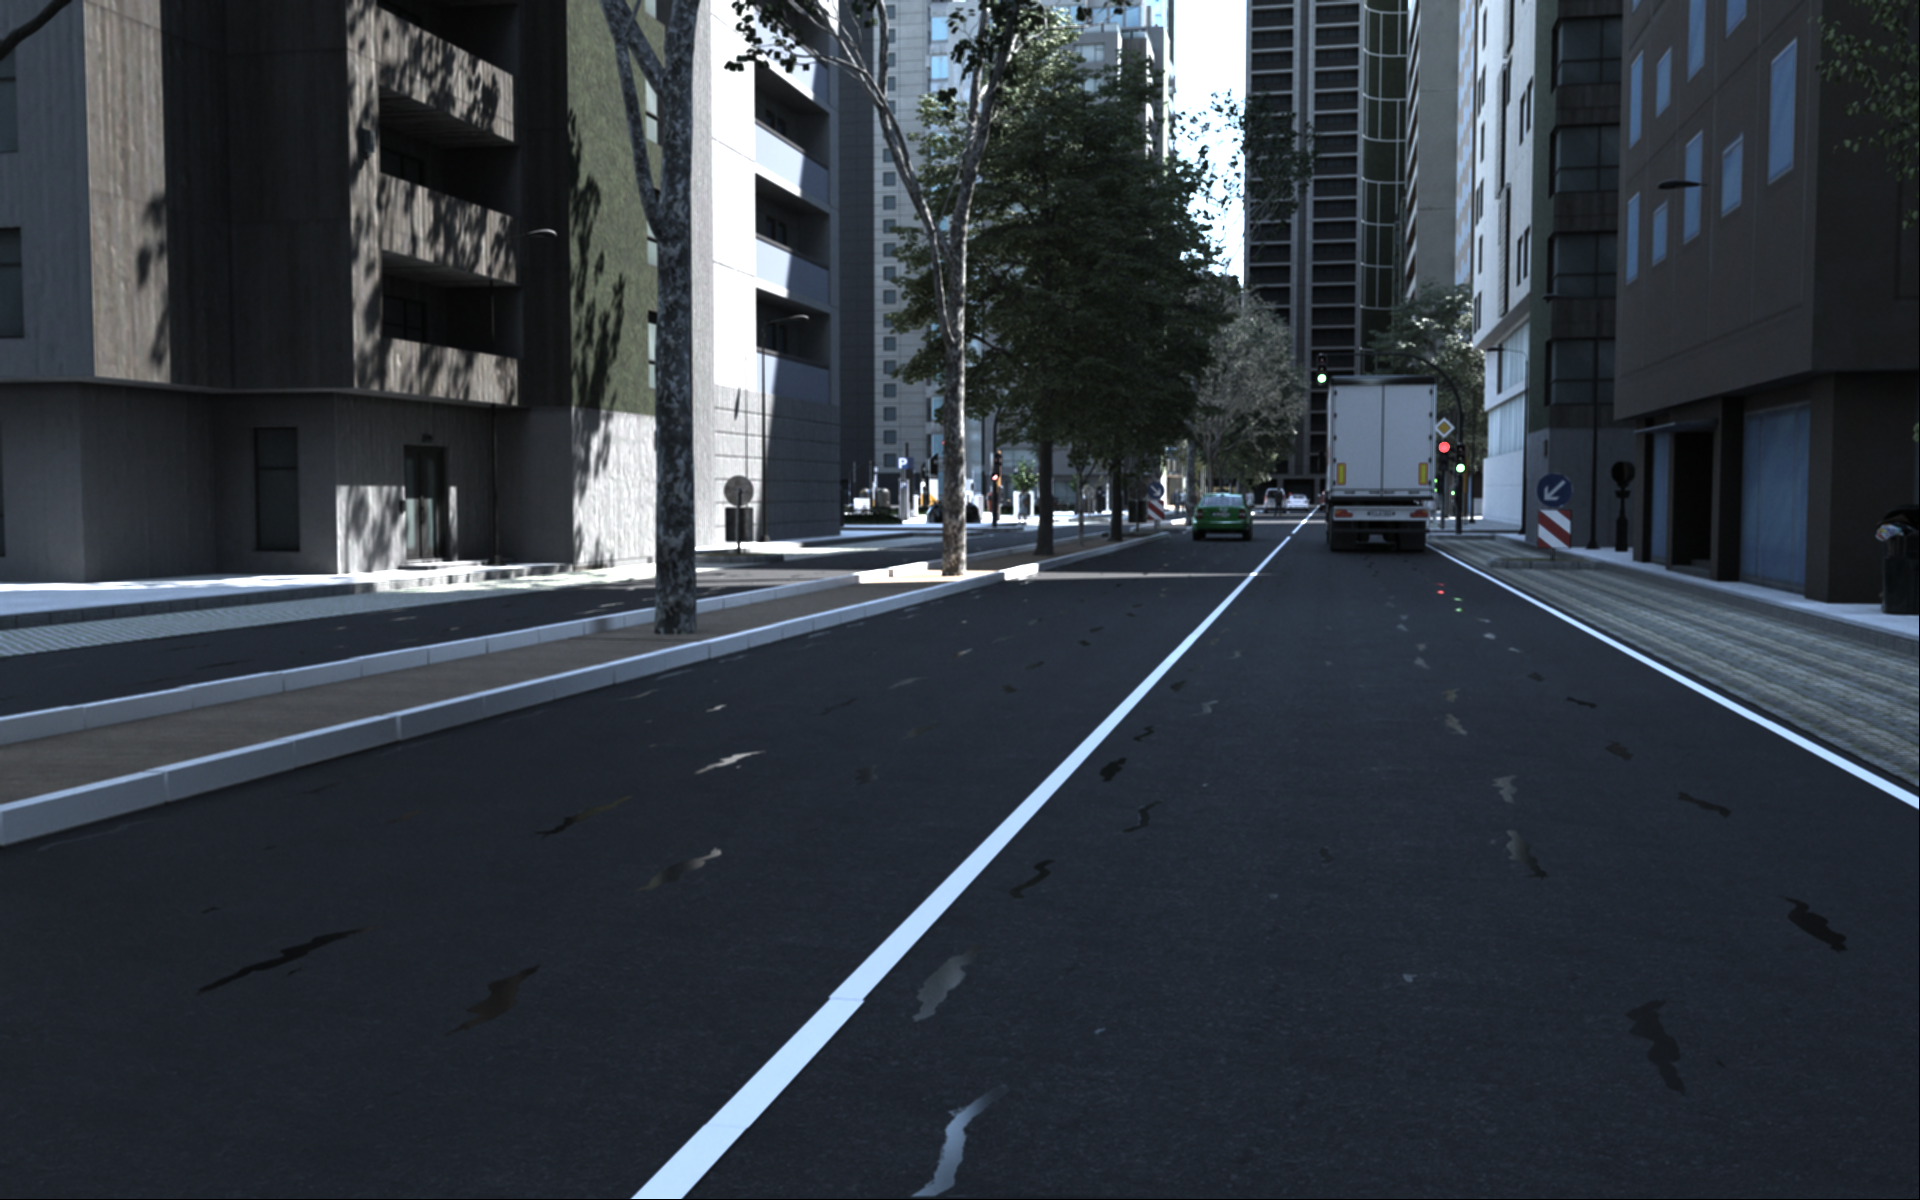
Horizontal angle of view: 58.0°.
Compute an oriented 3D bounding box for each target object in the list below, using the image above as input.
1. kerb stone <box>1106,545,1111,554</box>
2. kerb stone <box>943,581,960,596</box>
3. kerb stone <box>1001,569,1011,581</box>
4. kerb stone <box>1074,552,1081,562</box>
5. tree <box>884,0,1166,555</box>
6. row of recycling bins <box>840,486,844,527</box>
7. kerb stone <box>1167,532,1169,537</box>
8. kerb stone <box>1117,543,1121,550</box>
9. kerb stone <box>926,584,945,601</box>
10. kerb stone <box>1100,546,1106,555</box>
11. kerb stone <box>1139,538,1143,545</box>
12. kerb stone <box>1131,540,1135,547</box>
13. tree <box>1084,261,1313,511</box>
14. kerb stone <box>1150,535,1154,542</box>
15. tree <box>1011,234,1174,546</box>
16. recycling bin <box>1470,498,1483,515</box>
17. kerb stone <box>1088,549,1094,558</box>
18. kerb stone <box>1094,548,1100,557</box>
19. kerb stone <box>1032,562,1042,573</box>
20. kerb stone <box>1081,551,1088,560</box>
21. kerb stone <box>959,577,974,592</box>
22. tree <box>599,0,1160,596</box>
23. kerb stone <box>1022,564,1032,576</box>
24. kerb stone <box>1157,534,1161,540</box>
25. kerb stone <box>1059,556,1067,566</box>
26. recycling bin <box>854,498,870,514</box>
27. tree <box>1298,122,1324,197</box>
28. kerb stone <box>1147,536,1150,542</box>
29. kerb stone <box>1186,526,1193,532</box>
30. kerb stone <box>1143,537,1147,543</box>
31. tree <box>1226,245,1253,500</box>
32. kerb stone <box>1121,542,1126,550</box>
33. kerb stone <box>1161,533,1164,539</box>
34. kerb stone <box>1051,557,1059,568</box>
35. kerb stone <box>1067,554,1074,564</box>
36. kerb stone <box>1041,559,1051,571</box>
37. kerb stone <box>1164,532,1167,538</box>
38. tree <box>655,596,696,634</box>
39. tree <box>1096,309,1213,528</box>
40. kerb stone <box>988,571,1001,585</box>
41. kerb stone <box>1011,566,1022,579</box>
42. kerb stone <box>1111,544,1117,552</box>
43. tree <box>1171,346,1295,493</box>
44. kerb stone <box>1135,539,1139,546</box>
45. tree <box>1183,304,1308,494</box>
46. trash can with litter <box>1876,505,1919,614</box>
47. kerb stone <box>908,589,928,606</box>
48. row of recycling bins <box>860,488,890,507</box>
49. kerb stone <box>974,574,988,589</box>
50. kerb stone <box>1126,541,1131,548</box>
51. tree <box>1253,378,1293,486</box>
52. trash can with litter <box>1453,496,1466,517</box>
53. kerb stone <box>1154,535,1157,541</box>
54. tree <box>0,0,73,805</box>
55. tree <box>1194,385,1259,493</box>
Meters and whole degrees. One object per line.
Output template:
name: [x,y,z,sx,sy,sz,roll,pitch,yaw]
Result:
kerb stone: [3.457,-1.188,41.625,0.120,0.150,1.000,1,4,12]
kerb stone: [-0.202,-0.144,24.553,0.120,0.150,1.000,1,4,12]
kerb stone: [0.655,-0.391,28.584,0.120,0.150,1.000,1,4,12]
kerb stone: [2.375,-0.880,36.603,0.120,0.150,1.000,1,4,12]
tree: [1.969,-7.337,40.541,7.486,12.596,7.792,0,3,0]
row of recycling bins: [-5.528,-3.797,69.200,1.069,1.692,3.534,-2,4,-24]
kerb stone: [6.660,-2.107,56.643,0.120,0.150,1.000,1,4,12]
kerb stone: [3.881,-1.305,43.625,0.120,0.150,1.000,1,4,12]
kerb stone: [-0.411,-0.080,23.549,0.120,0.150,1.000,1,4,12]
kerb stone: [3.244,-1.127,40.614,0.120,0.150,1.000,1,4,12]
kerb stone: [4.958,-1.617,48.635,0.120,0.150,1.000,1,4,12]
kerb stone: [4.525,-1.494,46.637,0.120,0.150,1.000,1,4,12]
tree: [13.029,-10.803,89.460,12.009,13.543,11.850,0,3,0]
kerb stone: [5.591,-1.801,51.638,0.120,0.150,1.000,1,4,12]
tree: [3.286,-5.743,46.720,4.737,8.622,4.395,0,3,0]
recycling bin: [31.770,-5.736,106.337,0.722,1.027,0.722,0,4,6]
kerb stone: [2.806,-1.004,38.612,0.120,0.150,1.000,1,4,12]
kerb stone: [3.025,-1.064,39.611,0.120,0.150,1.000,1,4,12]
kerb stone: [1.304,-0.564,31.590,0.120,0.150,1.000,1,4,12]
kerb stone: [2.594,-0.943,37.610,0.120,0.150,1.000,1,4,12]
kerb stone: [0.016,-0.205,25.552,0.120,0.150,1.000,1,4,12]
tree: [-1.115,-10.536,30.608,12.611,20.169,13.585,0,3,0]
kerb stone: [1.090,-0.512,30.587,0.120,0.150,1.000,1,4,12]
kerb stone: [6.023,-1.923,53.636,0.120,0.150,1.000,1,4,12]
kerb stone: [1.955,-0.757,34.595,0.120,0.150,1.000,1,4,12]
recycling bin: [-5.902,-5.595,104.037,0.722,1.027,0.722,-2,4,-33]
tree: [9.055,-13.330,76.292,12.611,20.169,13.585,0,3,0]
kerb stone: [5.379,-1.735,50.639,0.120,0.150,1.000,1,4,12]
kerb stone: [8.923,-2.753,67.209,0.120,0.150,1.000,1,4,12]
kerb stone: [5.164,-1.677,49.636,0.120,0.150,1.000,1,4,12]
tree: [4.713,-8.077,52.635,7.486,12.596,7.792,0,3,0]
kerb stone: [4.094,-1.369,44.630,0.120,0.150,1.000,1,4,12]
kerb stone: [6.234,-1.984,54.641,0.120,0.150,1.000,1,4,12]
kerb stone: [1.736,-0.696,33.595,0.120,0.150,1.000,1,4,12]
kerb stone: [2.163,-0.820,35.599,0.120,0.150,1.000,1,4,12]
kerb stone: [1.520,-0.635,32.595,0.120,0.150,1.000,1,4,12]
kerb stone: [6.449,-2.046,55.643,0.120,0.150,1.000,1,4,12]
tree: [-3.925,-9.779,18.234,12.611,20.169,13.585,0,3,0]
tree: [7.581,-6.924,66.022,4.360,8.622,3.978,0,3,0]
kerb stone: [0.452,-0.329,27.570,0.120,0.150,1.000,1,4,12]
kerb stone: [0.871,-0.447,29.583,0.120,0.150,1.000,1,4,12]
kerb stone: [3.671,-1.249,42.624,0.120,0.150,1.000,1,4,12]
tree: [15.523,-10.100,102.003,8.767,10.594,7.601,1,4,12]
kerb stone: [4.740,-1.556,47.636,0.120,0.150,1.000,1,4,12]
tree: [18.683,-12.635,115.691,9.857,13.997,8.962,0,3,0]
trash can with litter: [10.157,-0.450,18.740,0.624,1.170,1.055,1,4,18]
kerb stone: [-0.625,-0.022,22.550,0.120,0.150,1.000,1,4,12]
row of recycling bins: [-6.004,-7.053,122.433,1.069,1.692,3.534,-2,4,-31]
kerb stone: [0.229,-0.267,26.564,0.120,0.150,1.000,1,4,12]
kerb stone: [4.312,-1.430,45.632,0.120,0.150,1.000,1,4,12]
tree: [20.283,-12.462,124.345,7.486,12.596,7.792,0,3,0]
trash can with litter: [27.947,-5.218,96.701,0.624,1.170,1.055,-1,4,-17]
kerb stone: [5.808,-1.858,52.637,0.120,0.150,1.000,1,4,12]
tree: [-4.732,-4.823,7.063,9.928,11.665,9.643,0,3,0]
tree: [16.962,-9.501,108.154,4.737,8.622,4.395,0,3,0]
